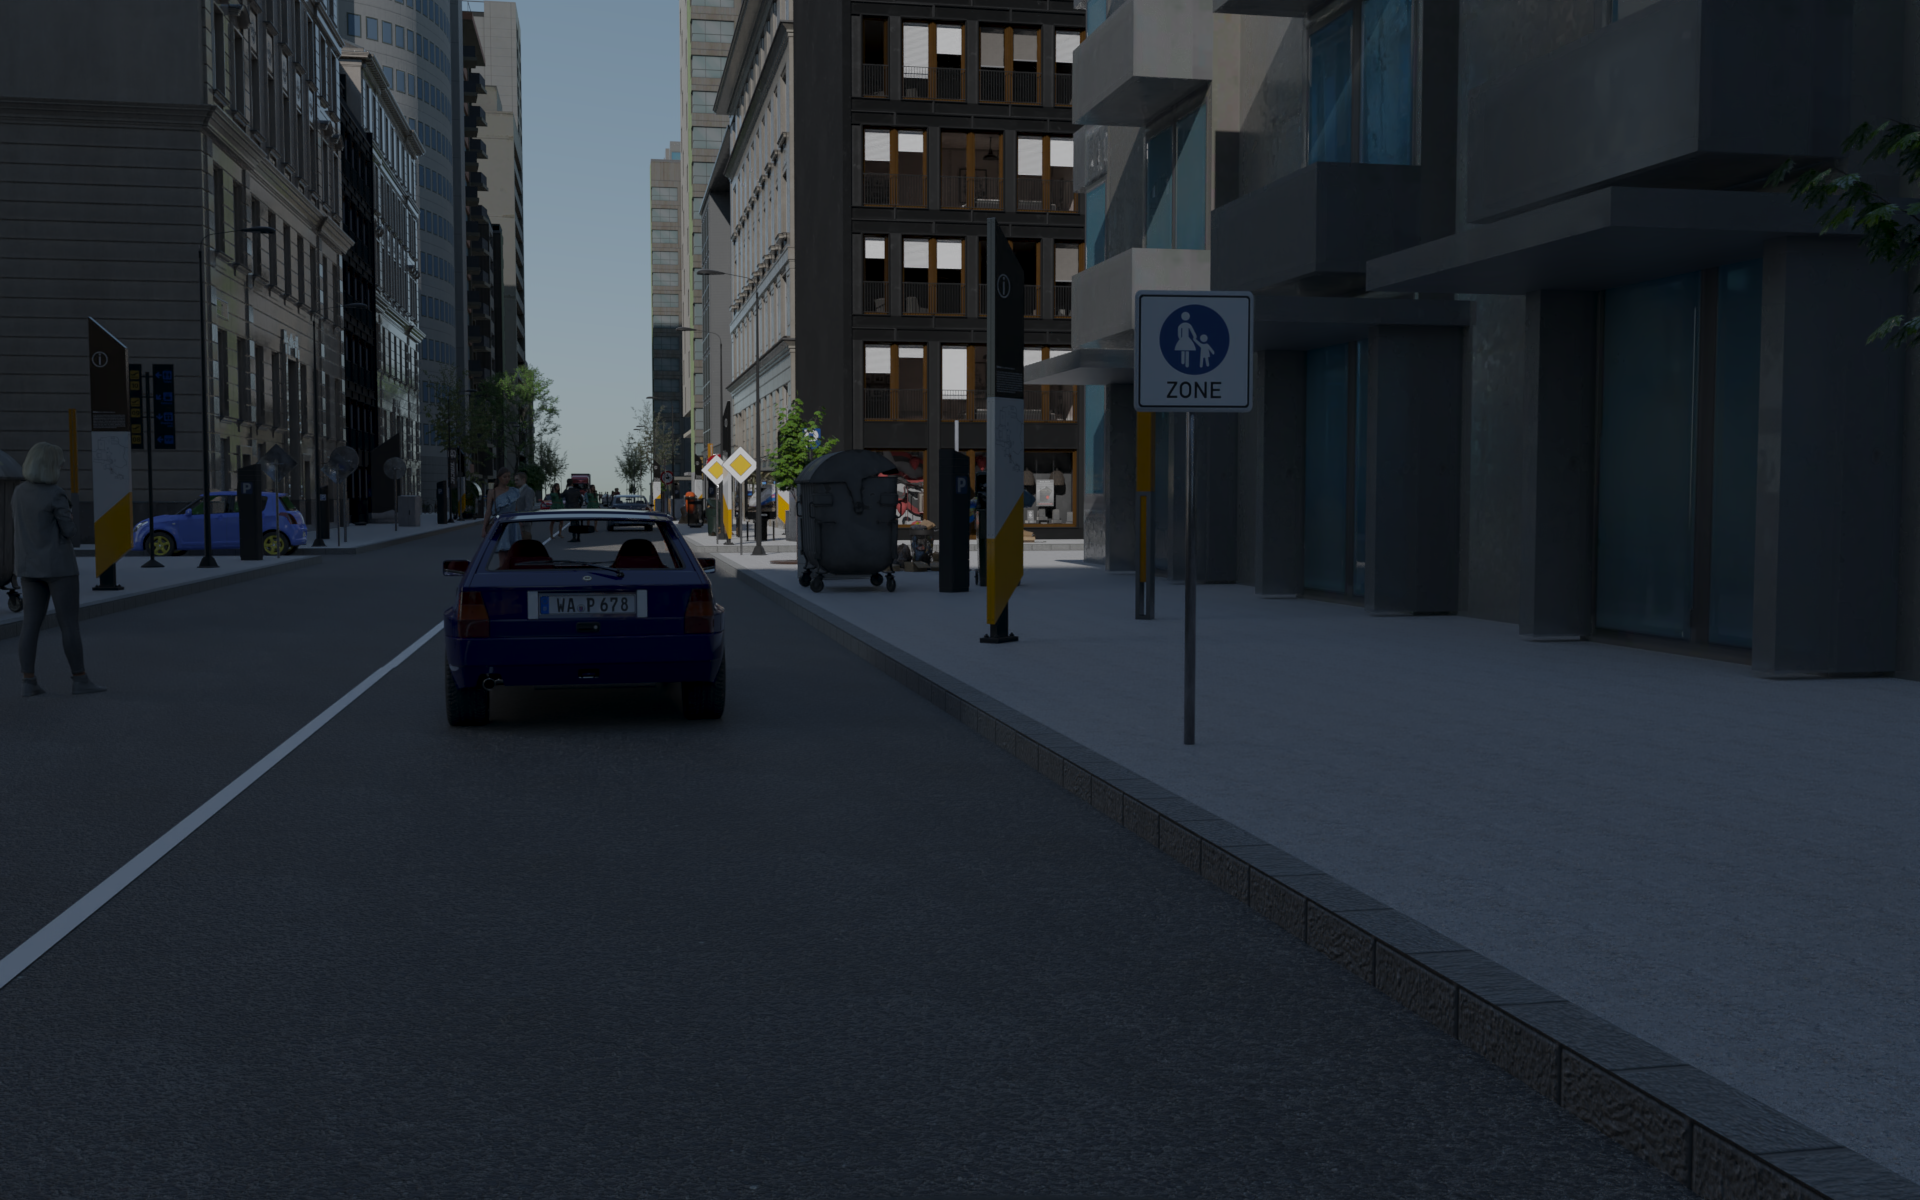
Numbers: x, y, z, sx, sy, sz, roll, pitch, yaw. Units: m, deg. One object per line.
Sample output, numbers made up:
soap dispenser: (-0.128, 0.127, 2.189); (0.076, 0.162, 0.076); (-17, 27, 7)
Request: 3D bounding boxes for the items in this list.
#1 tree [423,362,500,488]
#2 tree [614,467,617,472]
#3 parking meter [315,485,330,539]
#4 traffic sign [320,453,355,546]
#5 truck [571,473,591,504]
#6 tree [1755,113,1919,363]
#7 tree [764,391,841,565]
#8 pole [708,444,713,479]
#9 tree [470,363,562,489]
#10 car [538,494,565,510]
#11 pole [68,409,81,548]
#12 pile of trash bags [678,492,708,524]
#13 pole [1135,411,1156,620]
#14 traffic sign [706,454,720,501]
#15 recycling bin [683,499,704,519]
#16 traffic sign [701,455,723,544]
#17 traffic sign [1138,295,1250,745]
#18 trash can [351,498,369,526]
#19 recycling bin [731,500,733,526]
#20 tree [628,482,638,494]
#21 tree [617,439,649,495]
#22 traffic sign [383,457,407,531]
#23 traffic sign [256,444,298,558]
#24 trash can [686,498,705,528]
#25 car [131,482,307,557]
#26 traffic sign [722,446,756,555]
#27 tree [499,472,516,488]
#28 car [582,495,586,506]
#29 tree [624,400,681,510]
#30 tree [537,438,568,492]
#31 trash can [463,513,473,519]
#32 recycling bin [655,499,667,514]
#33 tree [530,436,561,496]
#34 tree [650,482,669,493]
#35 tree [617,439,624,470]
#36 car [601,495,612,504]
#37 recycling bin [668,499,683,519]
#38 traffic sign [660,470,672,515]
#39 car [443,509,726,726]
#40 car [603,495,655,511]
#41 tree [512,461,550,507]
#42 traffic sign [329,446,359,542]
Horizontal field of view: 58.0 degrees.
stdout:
tree: (-27.709, -8.877, 95.507); (4.737, 8.622, 4.395); (0, 3, 0)
tree: (-48.697, -18.647, 255.232); (4.737, 8.622, 4.395); (0, 3, 0)
parking meter: (-18.126, -2.497, 49.232); (0.372, 1.533, 0.369); (0, 3, 0)
traffic sign: (-15.212, -2.369, 42.368); (0.795, 2.450, 0.064); (-1, 4, -12)
truck: (-51.867, -15.171, 236.963); (2.839, 4.237, 11.283); (-1, 4, -11)
tree: (3.136, -0.585, 4.166); (1.663, 3.219, 1.824); (0, 3, 0)
tree: (-3.061, -2.275, 31.795); (1.663, 3.219, 1.824); (0, 3, 0)
pole: (-10.092, -4.664, 70.098); (0.158, 3.312, 0.155); (0, 3, 0)
tree: (-35.104, -12.916, 136.935); (9.928, 11.665, 9.643); (0, 3, 0)
car: (-26.033, -6.276, 111.648); (2.155, 1.783, 4.494); (-1, 4, -10)
pole: (-21.159, -2.908, 41.384); (0.158, 3.312, 0.155); (0, 3, 0)
pile of trash bags: (-11.288, -3.974, 74.732); (1.912, 1.369, 3.447); (0, 4, 3)
pole: (1.894, -1.456, 17.641); (0.158, 3.312, 0.155); (0, 3, 0)
traffic sign: (-7.670, -3.356, 54.973); (0.768, 2.556, 0.104); (0, 4, -5)
recycling bin: (-13.814, -4.752, 90.244); (0.722, 1.027, 0.722); (1, 4, 14)
traffic sign: (-6.199, -2.479, 44.182); (0.795, 2.450, 0.064); (-1, 4, -12)
traffic sign: (1.175, -0.409, 8.809); (0.606, 2.300, 0.079); (0, 4, -6)
trash can: (-24.382, -3.594, 70.419); (0.748, 1.137, 0.748); (0, 3, 0)
recycling bin: (-9.483, -3.428, 68.605); (0.722, 1.027, 0.722); (3, 5, 43)
tree: (-47.097, -15.530, 248.523); (1.663, 3.219, 1.824); (0, 3, 0)
tree: (-43.516, -17.334, 233.778); (4.737, 8.622, 4.395); (0, 3, 0)
traffic sign: (-19.508, -3.653, 59.835); (0.768, 2.556, 0.104); (-1, 4, -11)
traffic sign: (-13.614, -1.890, 34.544); (0.795, 2.450, 0.064); (-1, 4, -12)
trash can: (-10.063, -3.318, 65.905); (0.748, 1.137, 0.748); (0, 3, 0)
car: (-16.794, -1.816, 39.277); (3.694, 1.707, 1.945); (-1, 4, -13)
traffic sign: (-4.601, -2.001, 36.358); (0.795, 2.450, 0.064); (-1, 4, -12)
tree: (-34.513, -8.367, 131.409); (1.663, 3.219, 1.824); (0, 3, 0)
car: (-46.000, -11.988, 208.362); (2.083, 1.381, 4.827); (-1, 4, -12)
tree: (-23.776, -11.268, 134.600); (4.360, 8.622, 3.978); (0, 3, 0)
tree: (-53.399, -16.904, 226.749); (4.737, 8.622, 4.395); (0, 3, 0)
trash can: (-25.266, -4.718, 88.785); (0.748, 1.137, 0.748); (0, 3, 0)
recycling bin: (-16.643, -5.164, 96.978); (0.722, 1.027, 0.722); (0, 4, 7)
tree: (-51.960, -16.312, 217.067); (4.360, 8.622, 3.978); (0, 3, 0)
tree: (-24.589, -8.944, 140.833); (1.663, 3.219, 1.824); (0, 3, 0)
tree: (-40.540, -16.182, 214.940); (4.360, 8.622, 3.978); (0, 3, 0)
car: (-49.190, -14.055, 242.160); (2.083, 1.381, 4.827); (-1, 4, -11)
recycling bin: (-15.070, -4.913, 92.888); (0.722, 1.027, 0.722); (0, 4, 8)
traffic sign: (-15.782, -5.709, 93.441); (0.768, 2.556, 0.104); (0, 4, -7)
car: (-2.649, 0.025, 12.173); (1.945, 1.354, 3.894); (-1, 4, -13)
car: (-12.984, -3.423, 67.976); (2.014, 1.417, 4.499); (-1, 4, -12)
tree: (-43.694, -11.865, 177.712); (4.285, 4.588, 4.351); (0, 3, 0)
traffic sign: (-16.354, -2.808, 46.015); (0.768, 2.556, 0.104); (0, 4, -4)
